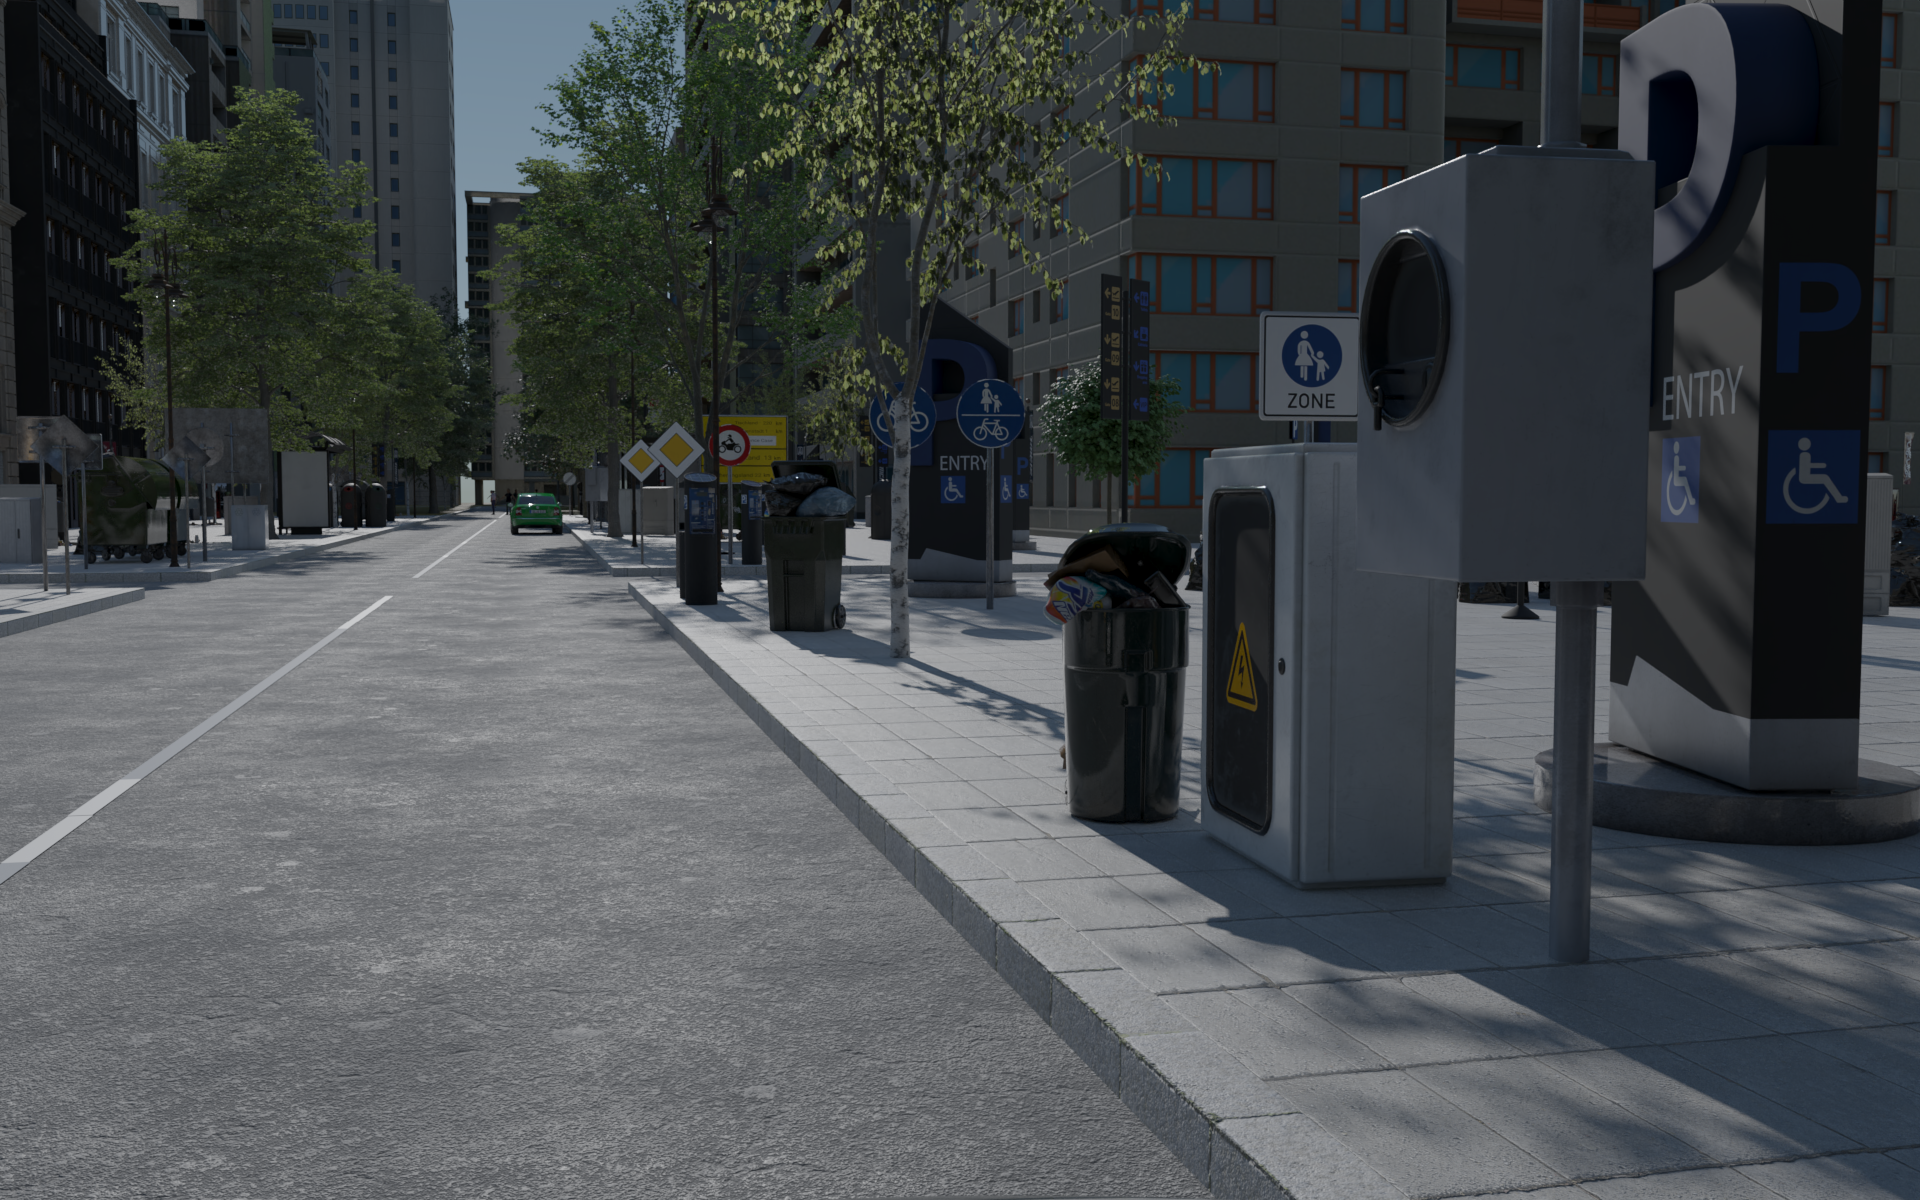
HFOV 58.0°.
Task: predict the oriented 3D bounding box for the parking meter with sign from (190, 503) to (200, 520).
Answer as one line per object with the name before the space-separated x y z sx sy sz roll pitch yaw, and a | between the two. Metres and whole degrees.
parking meter with sign | -37.885 -5.375 84.145 0.543 3.016 1.738 3 4 37

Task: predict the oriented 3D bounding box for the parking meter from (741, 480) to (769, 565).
parking meter | -3.781 -1.409 31.447 0.372 1.533 0.369 0 3 0

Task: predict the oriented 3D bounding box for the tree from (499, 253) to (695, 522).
tree | -16.339 -9.962 79.886 9.611 12.733 9.660 0 3 0

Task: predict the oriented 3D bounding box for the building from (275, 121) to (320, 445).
building | -57.593 -22.088 132.844 14.160 30.474 14.107 -1 4 -14

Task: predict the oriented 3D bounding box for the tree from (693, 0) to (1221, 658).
tree | -0.310 -3.864 13.531 4.360 8.622 3.978 0 3 0

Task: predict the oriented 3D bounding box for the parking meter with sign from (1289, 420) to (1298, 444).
parking meter with sign | 6.520 -2.567 38.227 1.738 3.016 0.543 1 4 22

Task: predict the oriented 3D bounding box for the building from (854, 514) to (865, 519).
building | 2.574 -29.088 99.283 21.300 48.544 21.600 -1 4 -14

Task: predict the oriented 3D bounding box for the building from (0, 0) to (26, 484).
building | -35.752 -15.298 47.388 12.463 27.353 25.104 -1 4 -14

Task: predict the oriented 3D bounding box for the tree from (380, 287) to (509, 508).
tree | -48.219 -18.645 160.733 12.611 20.169 13.585 0 3 0

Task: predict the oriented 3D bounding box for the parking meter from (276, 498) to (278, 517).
parking meter | -38.038 -5.410 96.866 0.372 1.533 0.369 0 3 0

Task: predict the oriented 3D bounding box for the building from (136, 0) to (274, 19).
building | -54.988 -26.588 118.307 14.154 41.232 14.086 -1 4 -14

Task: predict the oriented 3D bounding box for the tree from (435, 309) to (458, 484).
tree | -28.673 -10.339 87.170 7.486 12.596 7.792 0 3 0

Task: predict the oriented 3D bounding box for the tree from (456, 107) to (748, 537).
tree | -10.173 -8.127 50.996 7.486 12.596 7.792 0 3 0

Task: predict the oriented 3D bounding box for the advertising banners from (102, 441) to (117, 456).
advertising banners | -27.768 -3.781 58.014 0.090 3.025 2.074 2 4 26

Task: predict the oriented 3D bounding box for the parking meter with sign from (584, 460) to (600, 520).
parking meter with sign | -18.382 -5.534 86.746 0.543 3.016 1.738 0 4 -1

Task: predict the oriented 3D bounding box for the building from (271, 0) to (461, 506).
building | -72.698 -40.223 199.637 28.212 58.520 21.231 -1 4 -14

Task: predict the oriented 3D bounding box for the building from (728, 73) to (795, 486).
building | -9.681 -21.530 123.713 14.160 30.474 14.107 -1 4 -14

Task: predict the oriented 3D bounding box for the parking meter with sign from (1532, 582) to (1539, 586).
parking meter with sign | 8.235 -1.679 23.712 0.543 3.016 1.738 0 4 4

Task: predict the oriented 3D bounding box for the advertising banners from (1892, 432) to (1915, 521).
advertising banners | 26.080 -3.193 48.390 2.074 3.025 0.090 -2 4 -34

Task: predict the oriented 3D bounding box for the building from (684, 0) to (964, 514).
building | -10.662 -31.656 141.273 21.300 48.544 21.600 -1 4 -14

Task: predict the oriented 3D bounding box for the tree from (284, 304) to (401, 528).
tree | -23.449 -7.014 65.036 4.737 8.622 4.395 0 3 0

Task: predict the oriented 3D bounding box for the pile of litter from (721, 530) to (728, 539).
pile of litter | -7.220 -2.184 49.680 1.176 0.858 1.719 -1 4 -13

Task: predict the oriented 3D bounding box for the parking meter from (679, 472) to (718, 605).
parking meter | -3.003 -0.713 20.072 0.372 1.533 0.369 0 3 0

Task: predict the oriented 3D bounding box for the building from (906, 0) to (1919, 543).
building | 15.127 -13.206 60.952 28.899 21.520 27.650 -1 4 -14

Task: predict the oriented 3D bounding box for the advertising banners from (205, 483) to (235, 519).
advertising banners | -38.324 -5.694 89.282 2.074 3.025 0.090 1 4 12

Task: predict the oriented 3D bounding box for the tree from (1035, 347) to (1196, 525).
tree | 3.287 -3.254 36.918 4.285 4.588 4.351 0 3 0

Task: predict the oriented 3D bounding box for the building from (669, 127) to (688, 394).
building | -27.282 -34.121 207.983 14.200 45.320 14.600 -1 4 -14

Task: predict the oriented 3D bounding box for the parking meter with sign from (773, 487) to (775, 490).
parking meter with sign | -11.117 -6.686 105.571 1.738 3.016 0.543 -2 4 -26

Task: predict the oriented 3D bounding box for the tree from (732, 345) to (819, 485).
tree | -9.024 -8.225 84.845 4.737 8.622 4.395 0 3 0

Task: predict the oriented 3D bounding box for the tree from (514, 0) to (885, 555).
tree | -5.347 -6.764 36.352 9.928 11.665 9.643 0 3 0

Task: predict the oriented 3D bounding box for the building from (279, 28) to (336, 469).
building | -63.442 -28.773 154.040 14.086 41.232 14.154 -1 4 -14

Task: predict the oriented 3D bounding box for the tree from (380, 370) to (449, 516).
tree | -32.595 -9.321 102.766 4.360 8.622 3.978 0 3 0

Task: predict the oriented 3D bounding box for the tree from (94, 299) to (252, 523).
tree | -28.082 -6.805 61.627 4.360 8.622 3.978 0 3 0

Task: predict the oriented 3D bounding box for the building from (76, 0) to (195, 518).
building | -46.060 -18.258 84.424 13.634 28.700 20.117 -1 4 -14

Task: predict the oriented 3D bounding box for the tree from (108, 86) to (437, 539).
tree | -19.484 -7.968 48.407 7.486 12.596 7.792 0 3 0

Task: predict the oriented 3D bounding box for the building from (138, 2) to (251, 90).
building | -51.214 -20.383 104.966 14.160 30.474 14.107 -1 4 -14

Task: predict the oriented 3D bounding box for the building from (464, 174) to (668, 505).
building | -47.857 -31.801 211.820 23.993 40.220 32.217 -1 4 -14

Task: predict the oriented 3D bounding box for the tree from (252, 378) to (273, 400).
tree | -32.963 -7.727 76.698 4.360 8.622 3.978 0 3 0

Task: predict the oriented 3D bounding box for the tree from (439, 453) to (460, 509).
tree | -43.042 -11.856 144.210 4.737 8.622 4.395 0 3 0

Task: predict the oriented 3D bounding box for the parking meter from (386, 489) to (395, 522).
parking meter | -26.591 -4.432 80.867 0.372 1.533 0.369 0 3 0

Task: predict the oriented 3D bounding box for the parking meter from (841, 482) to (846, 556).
parking meter | -2.571 -1.701 36.216 0.372 1.533 0.369 0 3 0

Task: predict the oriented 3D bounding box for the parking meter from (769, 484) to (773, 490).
parking meter | -4.891 -2.154 43.637 0.372 1.533 0.369 0 3 0

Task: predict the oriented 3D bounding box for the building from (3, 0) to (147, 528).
building | -40.290 -14.544 67.464 12.332 23.373 15.834 -1 4 -14
